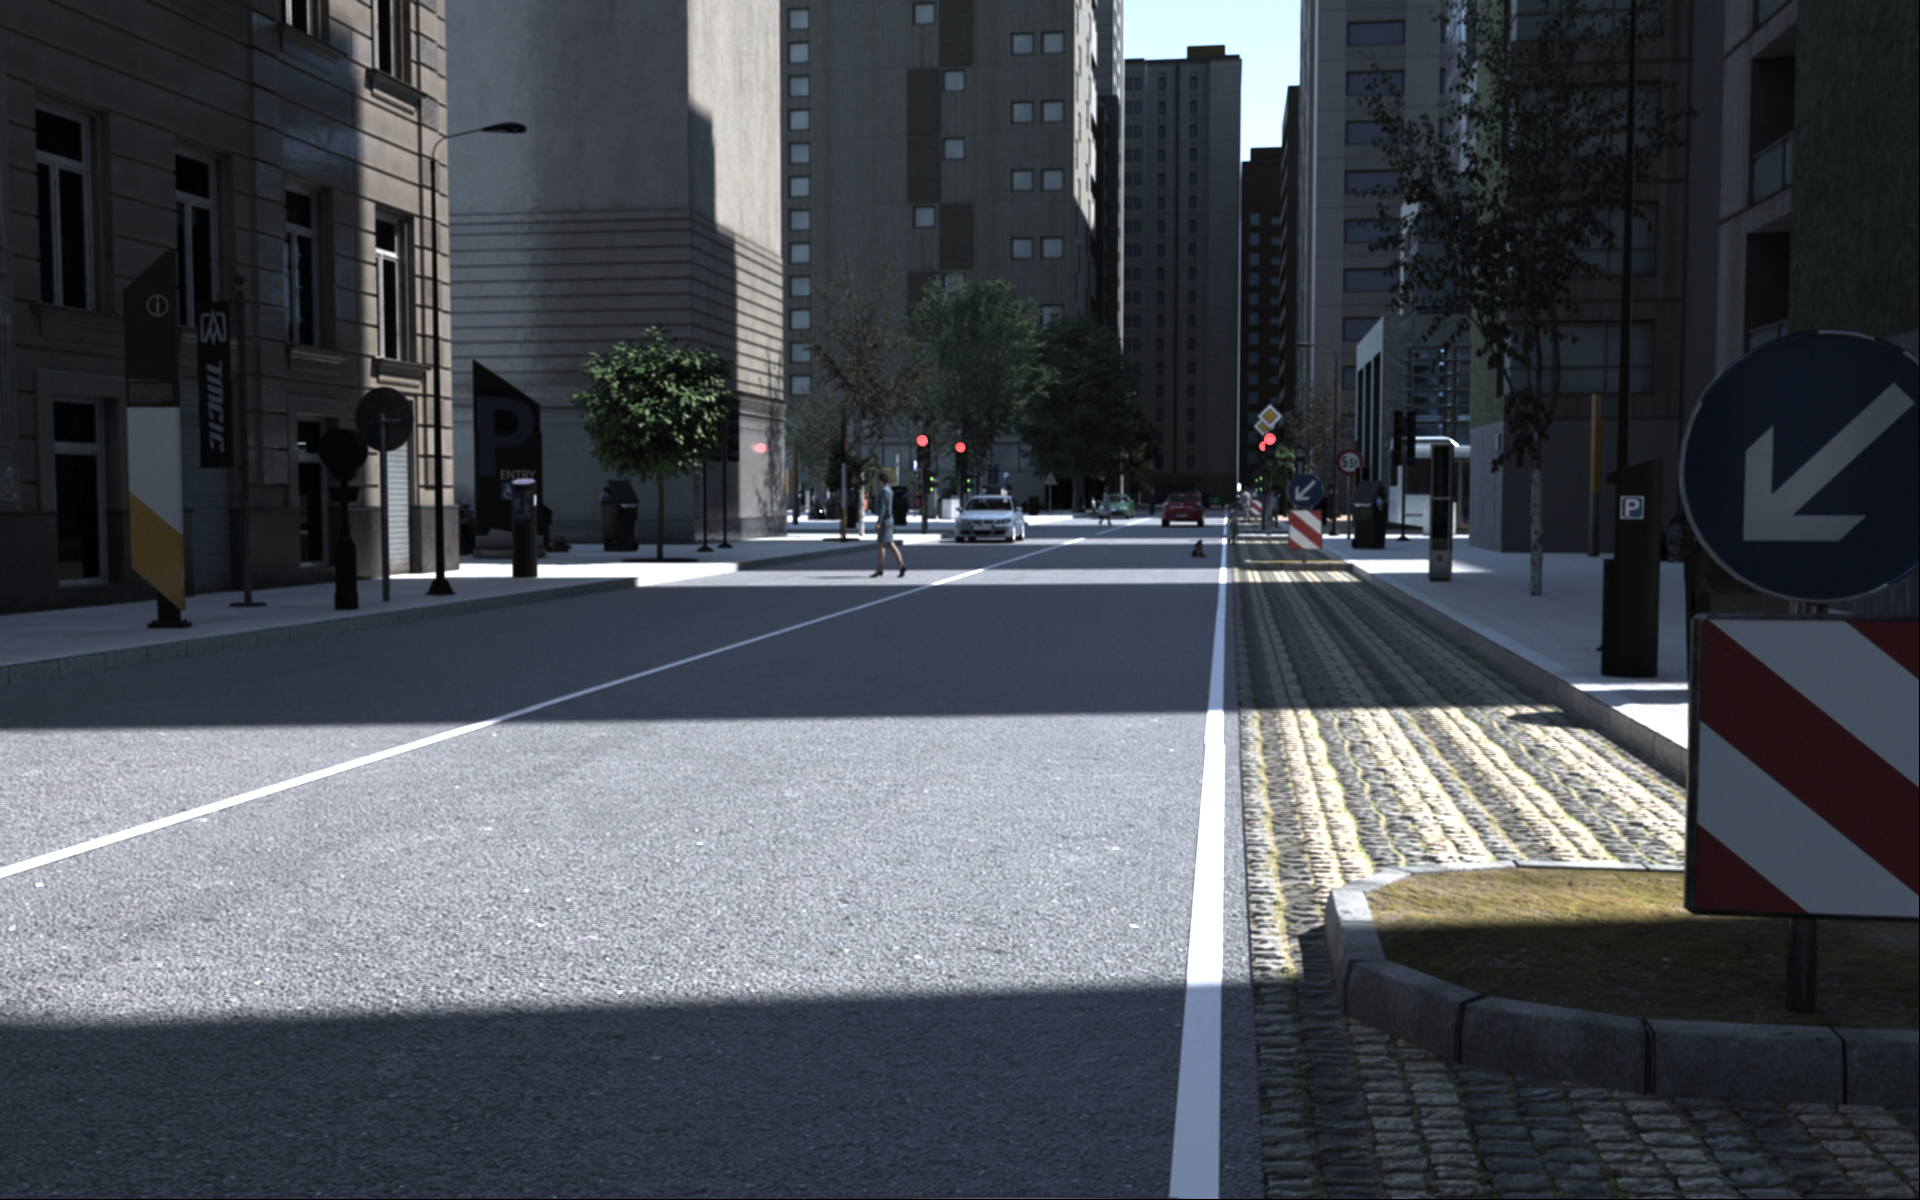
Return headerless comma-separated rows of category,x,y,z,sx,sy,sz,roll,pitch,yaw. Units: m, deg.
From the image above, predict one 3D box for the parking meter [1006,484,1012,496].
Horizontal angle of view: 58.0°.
parking meter,2.914,-5.962,103.190,0.255,1.863,0.399,-2,4,-24

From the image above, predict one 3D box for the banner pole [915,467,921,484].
banner pole,-3.181,-8.646,131.379,0.863,3.779,0.401,2,4,33

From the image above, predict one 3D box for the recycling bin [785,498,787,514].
recycling bin,-11.581,-6.043,111.349,0.722,1.027,0.722,1,4,13

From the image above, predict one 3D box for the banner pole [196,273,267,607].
banner pole,-8.388,-1.824,19.838,0.863,3.779,0.401,1,4,19

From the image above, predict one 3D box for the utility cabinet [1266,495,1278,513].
utility cabinet,21.312,-6.541,118.106,0.306,1.237,1.020,-2,4,-25

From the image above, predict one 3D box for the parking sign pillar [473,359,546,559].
parking sign pillar,-9.091,-2.837,34.853,1.447,3.967,1.447,-1,4,-20

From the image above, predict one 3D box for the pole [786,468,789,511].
pole,-13.434,-8.622,134.820,0.158,3.312,0.155,0,3,0

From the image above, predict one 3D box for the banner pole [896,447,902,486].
banner pole,-3.293,-6.312,93.222,0.401,3.779,0.863,-2,4,-25

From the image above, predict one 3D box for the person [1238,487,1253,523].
person,14.001,-4.649,84.791,0.678,1.792,0.850,-3,5,-40

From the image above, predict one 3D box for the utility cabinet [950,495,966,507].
utility cabinet,-0.123,-6.349,114.972,1.020,1.237,0.306,0,4,8

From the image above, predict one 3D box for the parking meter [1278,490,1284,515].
parking meter,20.059,-6.101,108.163,0.372,1.533,0.369,0,3,0

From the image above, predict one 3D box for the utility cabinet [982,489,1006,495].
utility cabinet,1.440,-4.460,81.599,1.173,1.500,0.318,2,4,25

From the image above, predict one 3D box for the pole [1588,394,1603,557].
pole,12.977,-2.540,35.372,0.158,3.312,0.155,0,3,0

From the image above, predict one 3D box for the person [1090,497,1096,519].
person,7.763,-5.370,100.980,0.332,1.250,0.352,-2,4,-27

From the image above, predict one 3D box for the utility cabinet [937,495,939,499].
utility cabinet,-2.145,-7.556,134.704,1.020,1.237,0.306,0,4,5

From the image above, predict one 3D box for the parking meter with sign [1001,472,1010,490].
parking meter with sign,3.502,-8.601,136.879,0.543,3.016,1.738,1,4,13

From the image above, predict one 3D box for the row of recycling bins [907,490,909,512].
row of recycling bins,-4.109,-6.945,120.663,1.069,1.692,3.534,0,4,3

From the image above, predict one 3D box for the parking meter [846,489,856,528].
parking meter,-4.093,-3.460,64.986,0.372,1.533,0.369,0,3,0

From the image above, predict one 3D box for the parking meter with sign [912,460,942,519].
parking meter with sign,-1.565,-5.693,89.347,1.738,3.016,0.543,1,4,19

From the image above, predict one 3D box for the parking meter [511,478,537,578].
parking meter,-6.711,-1.117,26.678,0.372,1.533,0.369,0,3,0

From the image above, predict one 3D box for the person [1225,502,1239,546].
person,7.588,-2.125,48.259,0.382,1.210,0.505,1,4,14

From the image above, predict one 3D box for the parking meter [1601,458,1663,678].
parking meter,4.738,-0.233,12.219,0.372,1.533,0.369,0,3,0

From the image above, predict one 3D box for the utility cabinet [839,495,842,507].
utility cabinet,-8.406,-6.815,122.581,0.306,1.237,1.020,0,4,-5

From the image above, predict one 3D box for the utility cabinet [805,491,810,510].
utility cabinet,-12.057,-7.812,136.405,0.318,1.500,1.173,-1,4,-12

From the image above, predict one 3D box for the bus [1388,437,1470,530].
bus,20.696,-3.718,55.650,13.247,3.499,2.948,0,4,7

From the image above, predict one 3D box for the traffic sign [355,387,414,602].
traffic sign,-6.861,-1.256,20.634,0.768,2.556,0.104,1,4,12

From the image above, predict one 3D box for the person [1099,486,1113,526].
person,6.584,-4.246,78.279,0.624,1.780,0.694,1,4,19

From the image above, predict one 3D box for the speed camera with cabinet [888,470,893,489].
speed camera with cabinet,-5.028,-8.861,139.205,0.660,3.252,2.038,-3,5,-44

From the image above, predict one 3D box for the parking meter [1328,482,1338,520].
parking meter,18.564,-4.925,86.230,0.399,1.863,0.255,3,4,38

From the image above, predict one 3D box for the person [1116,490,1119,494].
person,12.457,-7.802,136.402,0.599,1.781,0.374,0,4,8

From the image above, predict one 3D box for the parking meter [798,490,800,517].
parking meter,-9.025,-5.341,95.728,0.372,1.533,0.369,0,3,0

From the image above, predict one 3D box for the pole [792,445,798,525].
pole,-6.882,-4.797,72.269,0.158,3.312,0.155,0,3,0

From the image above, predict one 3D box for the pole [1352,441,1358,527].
pole,15.242,-4.464,66.832,0.158,3.312,0.155,0,3,0

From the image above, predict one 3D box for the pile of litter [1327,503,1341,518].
pile of litter,20.083,-4.939,94.720,1.719,0.858,1.176,0,4,8

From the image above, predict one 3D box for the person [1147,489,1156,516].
person,12.642,-6.434,114.125,0.576,1.772,0.534,-1,4,-18

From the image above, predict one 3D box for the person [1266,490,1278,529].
person,12.297,-3.528,67.990,0.589,1.601,0.330,-1,4,-22

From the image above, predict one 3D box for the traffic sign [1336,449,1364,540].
traffic sign,10.915,-2.963,48.554,0.768,2.556,0.104,1,4,18

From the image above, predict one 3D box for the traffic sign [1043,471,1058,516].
traffic sign,5.192,-6.093,99.617,0.884,2.594,0.081,1,4,13

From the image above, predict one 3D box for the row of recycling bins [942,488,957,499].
row of recycling bins,-0.754,-6.784,118.033,1.069,1.692,3.534,0,4,-3

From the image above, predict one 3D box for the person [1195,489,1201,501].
person,18.127,-7.541,131.813,0.660,1.820,0.620,3,4,38

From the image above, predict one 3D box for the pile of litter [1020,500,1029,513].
pile of litter,4.628,-6.354,117.845,1.176,0.858,1.719,2,4,33

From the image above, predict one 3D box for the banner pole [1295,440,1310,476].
banner pole,15.968,-5.537,80.548,0.863,3.779,0.401,1,4,20

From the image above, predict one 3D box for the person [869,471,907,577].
person,-1.246,-1.298,29.738,0.654,1.822,0.581,2,4,30
